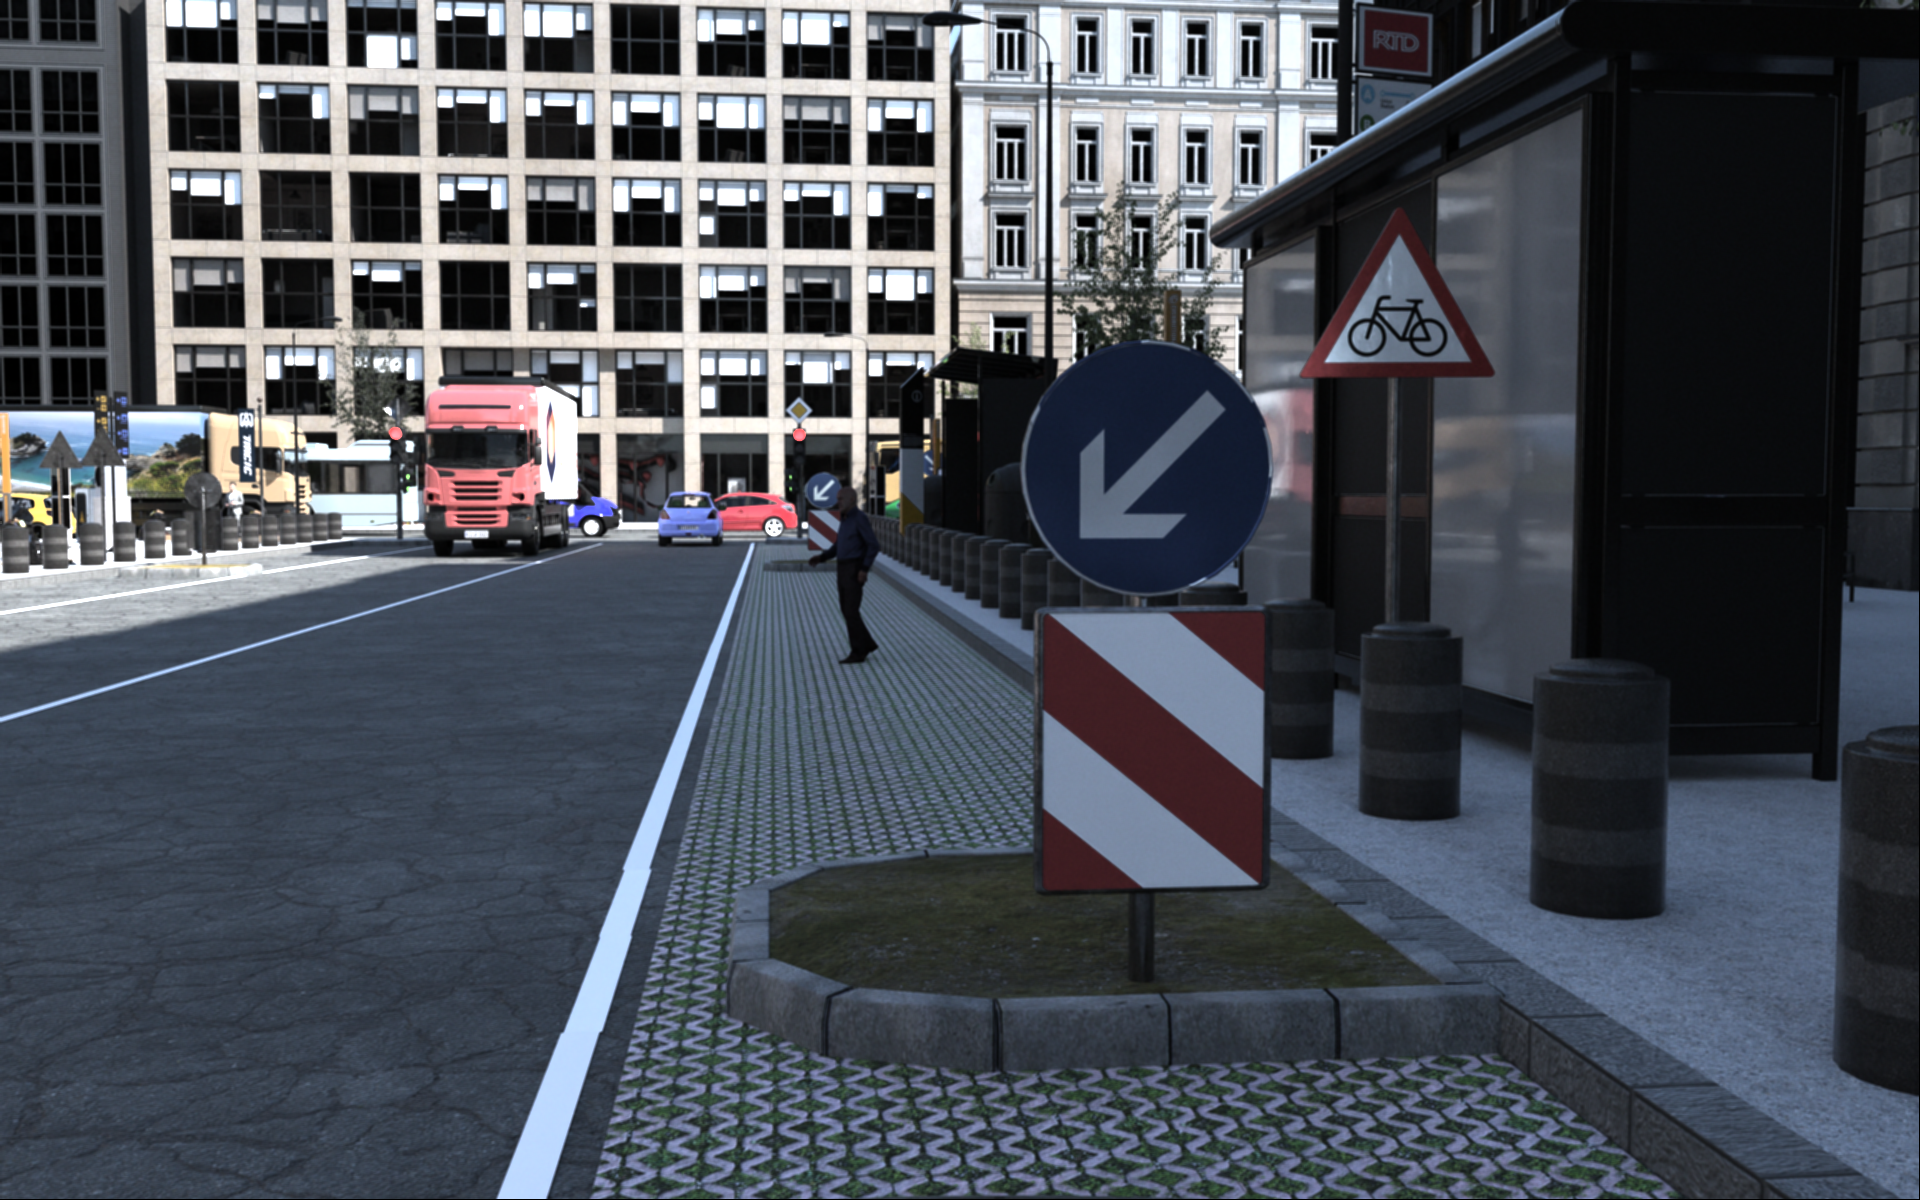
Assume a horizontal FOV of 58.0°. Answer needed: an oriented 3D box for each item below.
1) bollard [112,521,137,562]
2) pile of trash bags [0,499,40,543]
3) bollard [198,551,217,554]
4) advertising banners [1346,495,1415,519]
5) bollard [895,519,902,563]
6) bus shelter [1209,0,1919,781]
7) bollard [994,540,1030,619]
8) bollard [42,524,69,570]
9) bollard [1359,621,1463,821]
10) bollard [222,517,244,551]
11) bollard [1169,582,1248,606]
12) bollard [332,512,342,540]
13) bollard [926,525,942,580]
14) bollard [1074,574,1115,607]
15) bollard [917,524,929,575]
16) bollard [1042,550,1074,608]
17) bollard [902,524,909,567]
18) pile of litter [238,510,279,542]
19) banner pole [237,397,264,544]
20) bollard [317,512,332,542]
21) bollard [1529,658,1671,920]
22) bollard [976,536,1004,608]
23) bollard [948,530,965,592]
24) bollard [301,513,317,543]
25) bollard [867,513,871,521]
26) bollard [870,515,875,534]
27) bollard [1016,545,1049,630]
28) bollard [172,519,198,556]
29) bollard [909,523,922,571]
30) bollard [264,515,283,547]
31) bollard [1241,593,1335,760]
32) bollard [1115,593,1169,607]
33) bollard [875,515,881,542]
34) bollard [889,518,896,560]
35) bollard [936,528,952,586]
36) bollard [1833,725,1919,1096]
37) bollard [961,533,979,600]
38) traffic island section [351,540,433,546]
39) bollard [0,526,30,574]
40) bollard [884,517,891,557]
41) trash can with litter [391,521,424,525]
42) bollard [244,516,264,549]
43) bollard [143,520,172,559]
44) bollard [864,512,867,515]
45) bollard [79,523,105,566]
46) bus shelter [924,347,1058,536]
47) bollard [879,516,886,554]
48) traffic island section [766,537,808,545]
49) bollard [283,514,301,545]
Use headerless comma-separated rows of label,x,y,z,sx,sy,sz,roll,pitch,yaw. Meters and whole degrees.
bollard,-15.777,-1.100,32.700,0.404,0.777,0.398,0,3,0
pile of trash bags,-26.337,-2.270,46.875,1.912,1.369,3.447,-3,5,-43
bollard,-16.293,-1.390,37.440,0.404,0.777,0.398,0,3,0
advertising banners,5.675,-1.645,23.079,0.090,3.025,2.074,-2,4,-30
bollard,-0.945,-1.069,32.195,0.404,0.777,0.398,0,3,0
bus shelter,3.146,-2.089,11.791,2.179,5.291,8.768,0,4,-6
bollard,0.606,-0.202,18.019,0.404,0.777,0.398,0,3,0
bollard,-15.431,-0.907,29.539,0.404,0.777,0.398,0,3,0
bollard,1.813,0.474,6.971,0.404,0.777,0.398,0,3,0
bollard,-16.469,-1.487,39.021,0.404,0.777,0.398,0,3,0
bollard,1.475,0.282,10.109,0.404,0.777,0.398,0,3,0
bollard,-17.500,-2.063,48.448,0.404,0.777,0.398,0,3,0
bollard,-0.253,-0.685,25.909,0.404,0.777,0.398,0,3,0
bollard,1.124,0.088,13.276,0.404,0.777,0.398,0,3,0
bollard,-0.426,-0.780,27.477,0.404,0.777,0.398,0,3,0
bollard,0.952,-0.009,14.871,0.404,0.777,0.398,0,3,0
bollard,-0.774,-0.973,30.627,0.404,0.777,0.398,0,3,0
pile of litter,-18.957,-2.018,46.953,1.719,0.858,1.176,-2,4,-29
banner pole,-18.246,-3.345,44.716,0.401,3.779,0.863,2,4,34
bollard,-17.325,-1.966,46.867,0.404,0.777,0.398,0,3,0
bollard,1.989,0.570,5.392,0.404,0.777,0.398,0,3,0
bollard,0.433,-0.299,19.606,0.404,0.777,0.398,0,3,0
bollard,0.091,-0.492,22.766,0.404,0.777,0.398,0,3,0
bollard,-17.154,-1.870,45.298,0.404,0.777,0.398,0,3,0
bollard,-1.977,-1.646,41.636,0.404,0.777,0.398,0,3,0
bollard,-1.802,-1.550,40.060,0.404,0.777,0.398,0,3,0
bollard,0.781,-0.105,16.440,0.404,0.777,0.398,0,3,0
bollard,-16.125,-1.294,35.871,0.404,0.777,0.398,0,3,0
bollard,-0.600,-0.877,29.058,0.404,0.777,0.398,0,3,0
bollard,-16.809,-1.678,42.159,0.404,0.777,0.398,0,3,0
bollard,1.644,0.378,8.540,0.404,0.777,0.398,0,3,0
bollard,1.302,0.186,11.678,0.404,0.777,0.398,0,3,0
bollard,-1.631,-1.454,38.491,0.404,0.777,0.398,0,3,0
bollard,-1.118,-1.165,33.764,0.404,0.777,0.398,0,3,0
bollard,-0.086,-0.588,24.334,0.404,0.777,0.398,0,3,0
bollard,2.162,0.666,3.824,0.404,0.777,0.398,0,3,0
bollard,0.259,-0.396,21.188,0.404,0.777,0.398,0,3,0
traffic island section,-15.840,-1.630,48.933,2.009,0.180,2.903,0,4,-6
bollard,-15.258,-0.811,27.970,0.404,0.777,0.398,0,3,0
bollard,-1.287,-1.261,35.338,0.404,0.777,0.398,0,3,0
trash can with litter,-22.727,-3.718,71.850,1.678,1.210,2.233,0,4,0
bollard,-16.639,-1.582,40.590,0.404,0.777,0.398,0,3,0
bollard,-15.949,-1.198,34.300,0.404,0.777,0.398,0,3,0
bollard,-2.151,-1.743,43.215,0.404,0.777,0.398,0,3,0
bollard,-15.601,-1.004,31.125,0.404,0.777,0.398,0,3,0
bus shelter,0.469,-2.422,30.890,1.731,3.624,6.357,0,4,-6
bollard,-1.461,-1.357,36.908,0.404,0.777,0.398,0,3,0
traffic island section,-4.615,-1.705,50.152,2.009,0.180,2.903,0,4,-6
bollard,-16.982,-1.774,43.729,0.404,0.777,0.398,0,3,0
